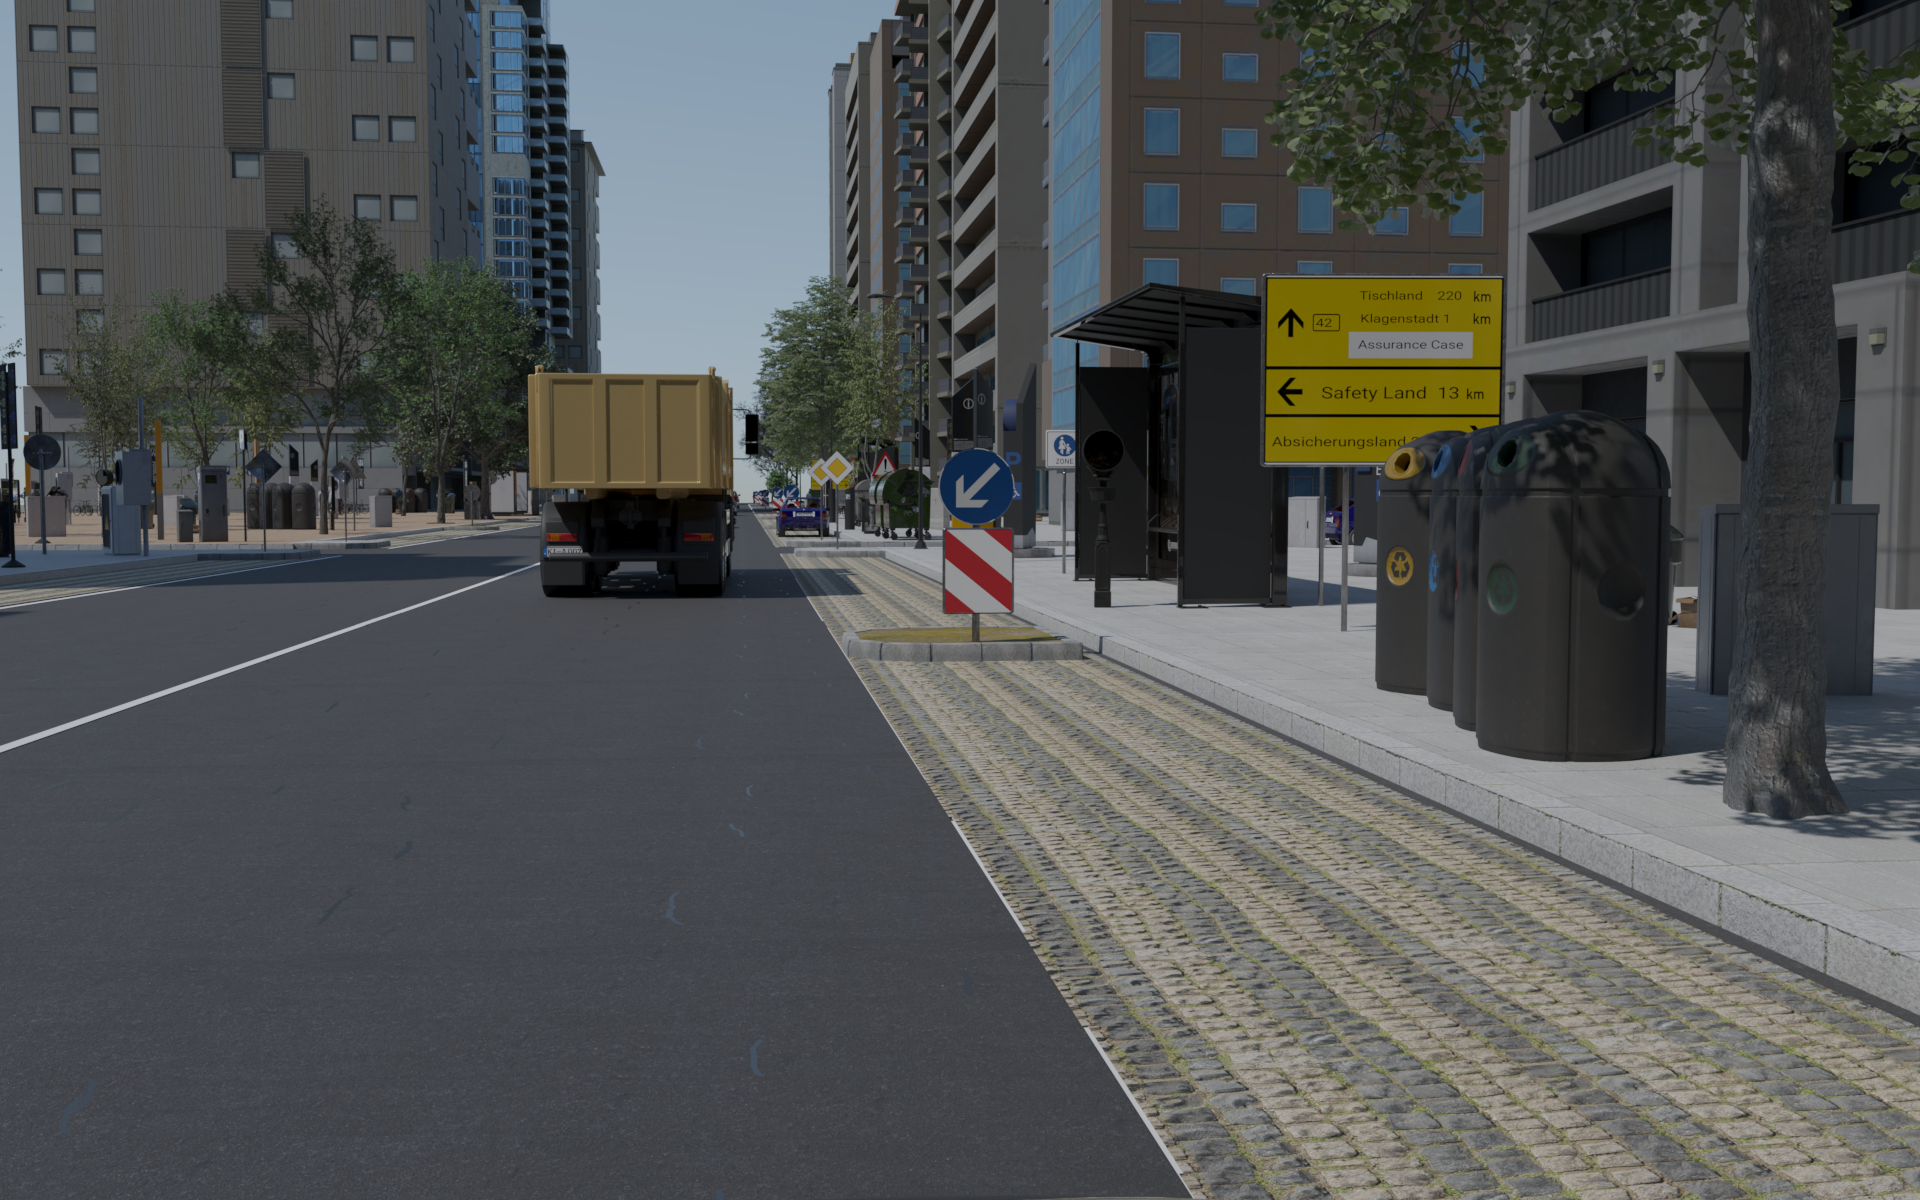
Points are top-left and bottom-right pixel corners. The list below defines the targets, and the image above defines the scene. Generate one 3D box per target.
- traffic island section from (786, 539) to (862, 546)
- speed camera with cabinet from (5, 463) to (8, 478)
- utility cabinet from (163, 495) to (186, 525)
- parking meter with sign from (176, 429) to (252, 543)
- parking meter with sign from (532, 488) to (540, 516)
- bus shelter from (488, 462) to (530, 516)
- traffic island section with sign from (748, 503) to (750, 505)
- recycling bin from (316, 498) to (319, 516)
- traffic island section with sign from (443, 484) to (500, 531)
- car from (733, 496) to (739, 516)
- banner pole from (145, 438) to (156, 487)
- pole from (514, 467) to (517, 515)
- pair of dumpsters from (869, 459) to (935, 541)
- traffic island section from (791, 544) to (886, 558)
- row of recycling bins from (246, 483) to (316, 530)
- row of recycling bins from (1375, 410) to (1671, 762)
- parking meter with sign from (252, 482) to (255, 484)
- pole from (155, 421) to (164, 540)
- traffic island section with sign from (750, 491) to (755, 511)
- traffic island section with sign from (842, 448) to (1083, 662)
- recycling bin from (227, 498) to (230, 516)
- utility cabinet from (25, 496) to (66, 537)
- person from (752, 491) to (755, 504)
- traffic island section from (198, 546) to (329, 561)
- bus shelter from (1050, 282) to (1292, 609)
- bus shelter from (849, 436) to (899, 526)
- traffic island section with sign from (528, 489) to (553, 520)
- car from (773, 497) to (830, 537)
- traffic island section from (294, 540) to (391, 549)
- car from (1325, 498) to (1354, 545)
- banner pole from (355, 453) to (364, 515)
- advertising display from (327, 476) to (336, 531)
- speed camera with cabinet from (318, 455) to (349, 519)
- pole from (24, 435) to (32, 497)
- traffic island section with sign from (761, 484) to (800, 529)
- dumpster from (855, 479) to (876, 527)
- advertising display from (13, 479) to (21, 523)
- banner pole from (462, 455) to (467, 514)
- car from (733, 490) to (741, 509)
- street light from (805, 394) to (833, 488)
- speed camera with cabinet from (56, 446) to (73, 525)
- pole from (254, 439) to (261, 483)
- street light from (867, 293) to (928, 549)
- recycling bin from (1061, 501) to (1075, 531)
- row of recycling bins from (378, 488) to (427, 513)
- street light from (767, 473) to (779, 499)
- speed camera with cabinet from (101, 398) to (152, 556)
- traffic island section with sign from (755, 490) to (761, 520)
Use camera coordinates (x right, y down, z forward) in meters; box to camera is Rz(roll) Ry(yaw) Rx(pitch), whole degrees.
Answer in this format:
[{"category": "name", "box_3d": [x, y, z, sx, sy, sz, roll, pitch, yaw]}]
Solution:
[{"category": "traffic island section", "box_3d": [-3.822, -1.581, 48.128, 2.009, 0.180, 2.903, 0, 4, -7]}, {"category": "speed camera with cabinet", "box_3d": [-60.709, -7.042, 109.480, 0.660, 3.252, 2.038, 1, 4, 22]}, {"category": "utility cabinet", "box_3d": [-32.345, -3.662, 71.039, 1.020, 1.237, 0.306, 2, 4, 25]}, {"category": "parking meter with sign", "box_3d": [-20.006, -3.061, 46.302, 1.738, 3.016, 0.543, -2, 4, -34]}, {"category": "parking meter with sign", "box_3d": [-25.568, -6.607, 104.289, 0.543, 3.016, 1.738, -1, 4, -12]}, {"category": "bus shelter", "box_3d": [-26.697, -6.606, 101.926, 2.014, 3.302, 5.546, 0, 4, -7]}, {"category": "traffic island section with sign", "box_3d": [-20.057, -10.121, 174.102, 1.989, 1.847, 2.006, 0, 4, -7]}, {"category": "recycling bin", "box_3d": [-37.651, -5.374, 100.412, 0.722, 1.027, 0.722, 1, 4, 9]}, {"category": "traffic island section with sign", "box_3d": [-19.287, -3.659, 68.445, 1.989, 1.847, 2.006, 0, 4, -7]}, {"category": "car", "box_3d": [-15.684, -6.302, 115.039, 2.014, 1.417, 4.499, 0, 4, -7]}, {"category": "banner pole", "box_3d": [-36.323, -5.372, 77.854, 0.401, 3.779, 0.863, 3, 5, 41]}, {"category": "pole", "box_3d": [-27.257, -6.872, 106.202, 0.158, 3.312, 0.155, 0, 3, 0]}, {"category": "pair of dumpsters", "box_3d": [-1.668, -2.892, 49.779, 1.574, 2.255, 4.437, 0, 4, -7]}, {"category": "traffic island section", "box_3d": [-2.822, -1.096, 40.205, 2.009, 0.180, 2.903, 0, 4, -7]}, {"category": "row of recycling bins", "box_3d": [-24.772, -3.426, 63.132, 3.534, 1.692, 1.069, 2, 4, 34]}, {"category": "row of recycling bins", "box_3d": [3.153, -0.174, 9.964, 1.069, 1.692, 3.534, 0, 4, 3]}, {"category": "parking meter with sign", "box_3d": [-45.809, -7.085, 112.098, 0.543, 3.016, 1.738, -2, 4, -23]}, {"category": "pole", "box_3d": [-22.356, -3.335, 48.364, 0.158, 3.312, 0.155, 0, 3, 0]}, {"category": "traffic island section with sign", "box_3d": [-16.681, -8.485, 147.358, 1.989, 1.847, 2.006, 0, 4, -7]}, {"category": "traffic island section with sign", "box_3d": [-0.053, -0.430, 15.654, 1.989, 1.847, 2.006, 0, 4, -7]}, {"category": "recycling bin", "box_3d": [-43.499, -5.467, 101.945, 0.722, 1.027, 0.722, 0, 4, 6]}, {"category": "utility cabinet", "box_3d": [-27.373, -2.490, 51.868, 1.020, 1.237, 0.306, -3, 5, -40]}, {"category": "person", "box_3d": [-28.961, -14.352, 243.085, 0.705, 1.831, 1.348, 0, 4, 7]}, {"category": "traffic island section", "box_3d": [-15.514, -0.999, 38.615, 2.009, 0.180, 2.903, 0, 4, -7]}, {"category": "bus shelter", "box_3d": [2.565, -1.906, 22.448, 1.731, 3.624, 6.357, 0, 4, -7]}, {"category": "bus shelter", "box_3d": [-3.641, -5.030, 73.517, 1.731, 3.624, 6.357, 0, 4, -7]}, {"category": "traffic island section with sign", "box_3d": [-22.664, -5.294, 95.189, 1.989, 1.847, 2.006, 0, 4, -7]}, {"category": "car", "box_3d": [-5.342, -2.813, 58.572, 1.945, 1.354, 3.894, 0, 4, -7]}, {"category": "traffic island section", "box_3d": [-16.514, -1.484, 46.537, 2.009, 0.180, 2.903, 0, 4, -7]}, {"category": "car", "box_3d": [11.411, -1.985, 45.034, 3.894, 1.354, 1.945, 0, 4, -5]}, {"category": "banner pole", "box_3d": [-36.625, -7.068, 105.580, 0.863, 3.779, 0.401, 2, 4, 26]}, {"category": "advertising display", "box_3d": [-22.219, -3.427, 61.241, 0.123, 1.923, 0.974, -2, 4, -27]}, {"category": "speed camera with cabinet", "box_3d": [-32.112, -5.773, 88.732, 2.038, 3.252, 0.660, 3, 5, 41]}, {"category": "pole", "box_3d": [-32.108, -4.027, 59.682, 0.158, 3.312, 0.155, 0, 3, 0]}, {"category": "traffic island section with sign", "box_3d": [-7.008, -3.797, 70.709, 1.989, 1.847, 2.006, 0, 4, -7]}, {"category": "dumpster", "box_3d": [-3.518, -3.818, 68.184, 1.264, 1.857, 1.865, 0, 4, -7]}, {"category": "advertising display", "box_3d": [-41.862, -4.357, 76.450, 0.974, 1.923, 0.123, 2, 4, 24]}, {"category": "banner pole", "box_3d": [-31.918, -7.447, 111.779, 0.401, 3.779, 0.863, -2, 4, -34]}, {"category": "car", "box_3d": [-22.938, -9.983, 171.888, 2.281, 1.827, 5.304, 0, 4, -6]}, {"category": "street light", "box_3d": [-6.519, -6.609, 80.598, 1.470, 5.913, 1.316, 0, 4, -7]}, {"category": "speed camera with cabinet", "box_3d": [-37.574, -4.780, 72.495, 0.660, 3.252, 2.038, -2, 4, -32]}, {"category": "pole", "box_3d": [-26.212, -4.331, 64.651, 0.158, 3.312, 0.155, 0, 3, 0]}, {"category": "street light", "box_3d": [-1.456, -4.141, 40.251, 1.470, 5.913, 1.316, 0, 4, -7]}, {"category": "recycling bin", "box_3d": [3.900, -2.899, 59.956, 0.722, 1.027, 0.722, 0, 4, -7]}, {"category": "row of recycling bins", "box_3d": [-37.684, -6.724, 117.044, 1.069, 1.692, 3.534, 3, 5, 39]}, {"category": "street light", "box_3d": [-21.397, -13.833, 198.707, 1.470, 5.913, 1.316, 0, 4, -7]}, {"category": "speed camera with cabinet", "box_3d": [-17.419, -2.557, 36.145, 0.660, 3.252, 2.038, -3, 4, -37]}, {"category": "traffic island section with sign", "box_3d": [-10.377, -5.433, 97.454, 1.989, 1.847, 2.006, 0, 4, -7]}]
